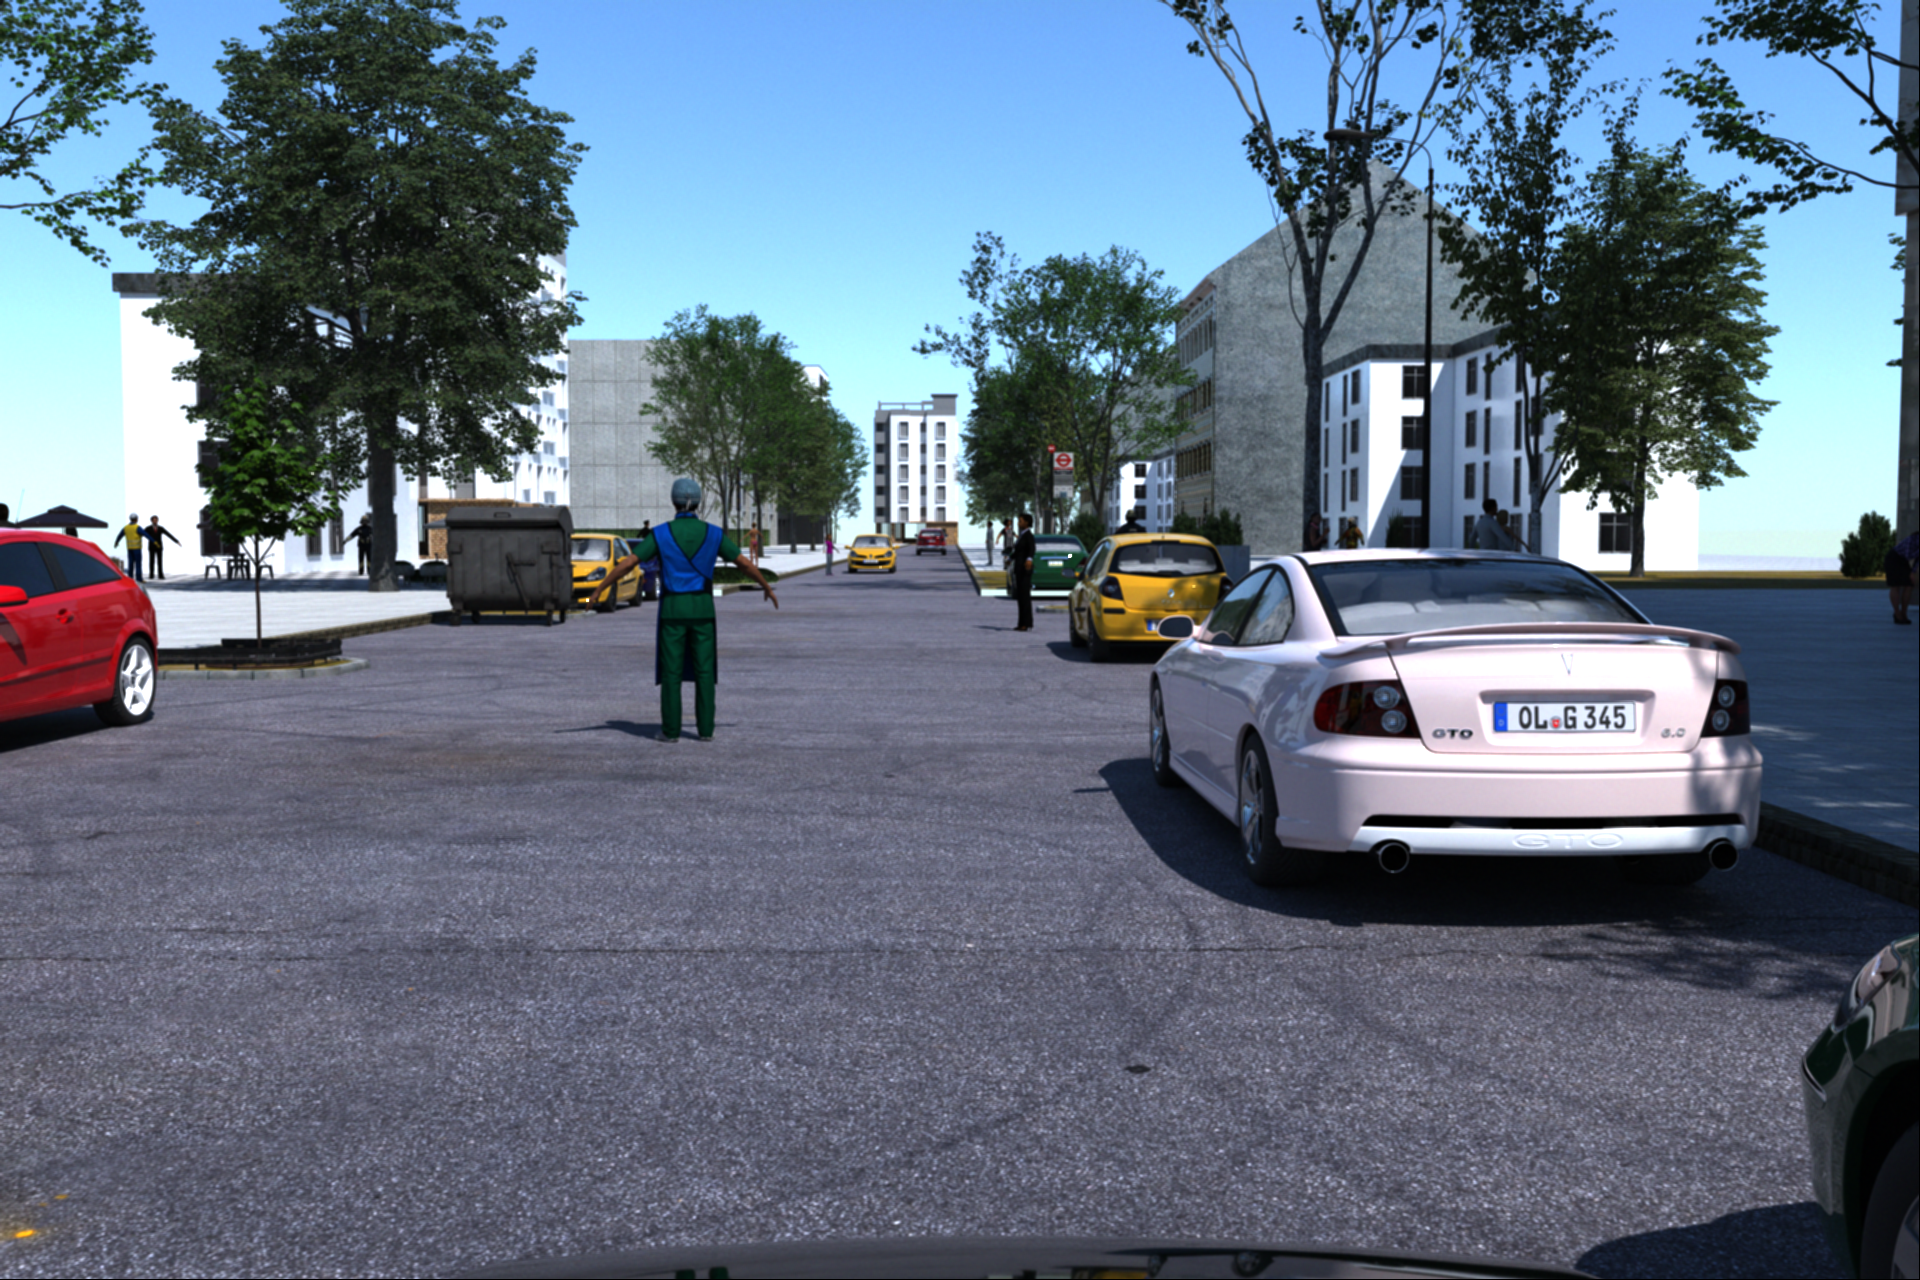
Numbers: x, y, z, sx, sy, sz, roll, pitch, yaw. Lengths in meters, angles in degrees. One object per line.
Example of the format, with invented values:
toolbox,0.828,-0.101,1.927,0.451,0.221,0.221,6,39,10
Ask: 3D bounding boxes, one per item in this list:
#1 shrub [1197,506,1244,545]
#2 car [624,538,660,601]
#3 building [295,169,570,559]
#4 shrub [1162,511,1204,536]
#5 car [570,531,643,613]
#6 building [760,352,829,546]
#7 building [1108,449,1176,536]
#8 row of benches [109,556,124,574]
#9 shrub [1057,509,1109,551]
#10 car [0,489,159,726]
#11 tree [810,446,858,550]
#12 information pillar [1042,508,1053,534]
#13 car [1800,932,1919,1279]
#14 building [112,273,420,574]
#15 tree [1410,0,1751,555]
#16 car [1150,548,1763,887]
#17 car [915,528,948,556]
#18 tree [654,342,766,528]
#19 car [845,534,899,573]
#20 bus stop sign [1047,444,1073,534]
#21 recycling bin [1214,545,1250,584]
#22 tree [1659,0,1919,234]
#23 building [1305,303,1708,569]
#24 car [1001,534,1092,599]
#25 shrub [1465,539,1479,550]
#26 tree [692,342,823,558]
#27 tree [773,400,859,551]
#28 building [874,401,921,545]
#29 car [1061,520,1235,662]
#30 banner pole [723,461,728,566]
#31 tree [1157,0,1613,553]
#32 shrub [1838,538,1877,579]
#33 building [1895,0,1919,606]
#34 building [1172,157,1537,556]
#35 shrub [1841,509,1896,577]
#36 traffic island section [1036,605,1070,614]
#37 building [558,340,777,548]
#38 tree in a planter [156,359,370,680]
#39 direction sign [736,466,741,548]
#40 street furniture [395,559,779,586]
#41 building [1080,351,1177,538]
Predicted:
shrub,7.474,-2.773,49.374,1.661,2.075,1.752,0,3,0
car,-7.327,-1.572,38.281,1.945,1.354,3.894,0,4,0
building,-28.264,-14.321,90.568,16.016,20.090,11.380,0,4,0
shrub,7.079,-3.088,54.904,1.690,2.028,1.600,0,3,0
car,-7.156,-1.383,32.829,2.015,1.641,3.980,0,4,0
building,-30.951,-22.240,207.597,27.936,21.610,32.646,0,4,0
building,21.488,-14.782,183.830,9.099,9.664,28.070,0,4,-1
row of benches,-25.027,-1.958,47.472,4.104,0.672,1.422,-1,4,-15
shrub,3.959,-3.121,55.075,1.661,2.075,1.752,0,3,0
car,-7.033,-0.152,11.524,2.155,1.783,4.494,0,4,-1
tree,-10.882,-11.398,136.720,4.360,8.622,3.978,0,3,0
information pillar,2.508,-2.772,49.809,0.304,2.012,0.304,0,4,-1
car,2.288,0.667,0.886,2.131,1.459,4.920,0,4,-1
building,-26.639,-7.810,69.834,9.099,9.664,28.070,0,4,-1
tree,8.357,-4.524,24.330,4.737,8.622,4.395,0,3,0
car,2.073,0.240,8.437,2.083,1.381,4.827,0,4,-1
car,-1.941,-6.638,117.208,2.281,1.827,5.304,0,4,-1
tree,-10.073,-7.113,66.657,4.360,8.622,3.978,0,3,0
car,-3.237,-3.299,64.169,2.015,1.641,3.980,0,4,-1
bus stop sign,2.945,-3.848,51.621,0.855,3.939,0.416,0,4,-1
recycling bin,6.092,-1.607,38.826,0.722,1.027,0.722,0,4,0
tree,8.604,-5.372,13.588,9.928,11.665,9.643,0,3,0
building,22.559,-8.238,76.845,9.099,9.664,28.070,0,3,0
car,2.021,-1.688,39.399,2.131,1.459,4.920,0,4,-1
shrub,14.036,-2.215,47.334,1.383,1.207,1.383,0,3,0
tree,-11.004,-10.281,93.842,9.928,11.665,9.643,0,3,0
tree,-11.179,-12.465,129.551,9.928,11.665,9.643,0,3,0
building,-11.398,-23.138,237.186,11.380,20.090,16.016,0,4,-1
car,2.268,-0.648,20.822,2.015,1.641,3.980,0,4,-1
banner pole,-8.089,-4.276,59.935,0.401,3.779,0.863,0,4,1
tree,9.200,-11.097,37.324,12.611,20.169,13.585,0,3,0
shrub,25.448,-2.325,49.131,1.383,1.207,1.383,0,3,0
building,26.837,-14.963,10.871,22.709,31.103,35.509,0,4,-1
building,24.125,-17.104,110.571,19.493,23.208,18.063,0,3,0
shrub,27.443,-2.917,52.116,1.690,2.028,1.600,0,3,0
traffic island section,2.416,-0.560,32.021,1.991,0.108,1.994,0,3,0
building,-28.358,-18.772,173.383,16.747,18.905,31.486,0,3,0
tree in a planter,-7.281,-1.264,17.896,1.991,3.239,1.994,0,4,-1
direction sign,-7.473,-4.066,58.474,0.379,3.537,0.876,0,4,-1
street furniture,-9.954,-1.755,44.322,10.072,0.657,5.734,1,4,14
building,24.542,-23.196,210.179,19.493,23.208,18.063,0,4,0
